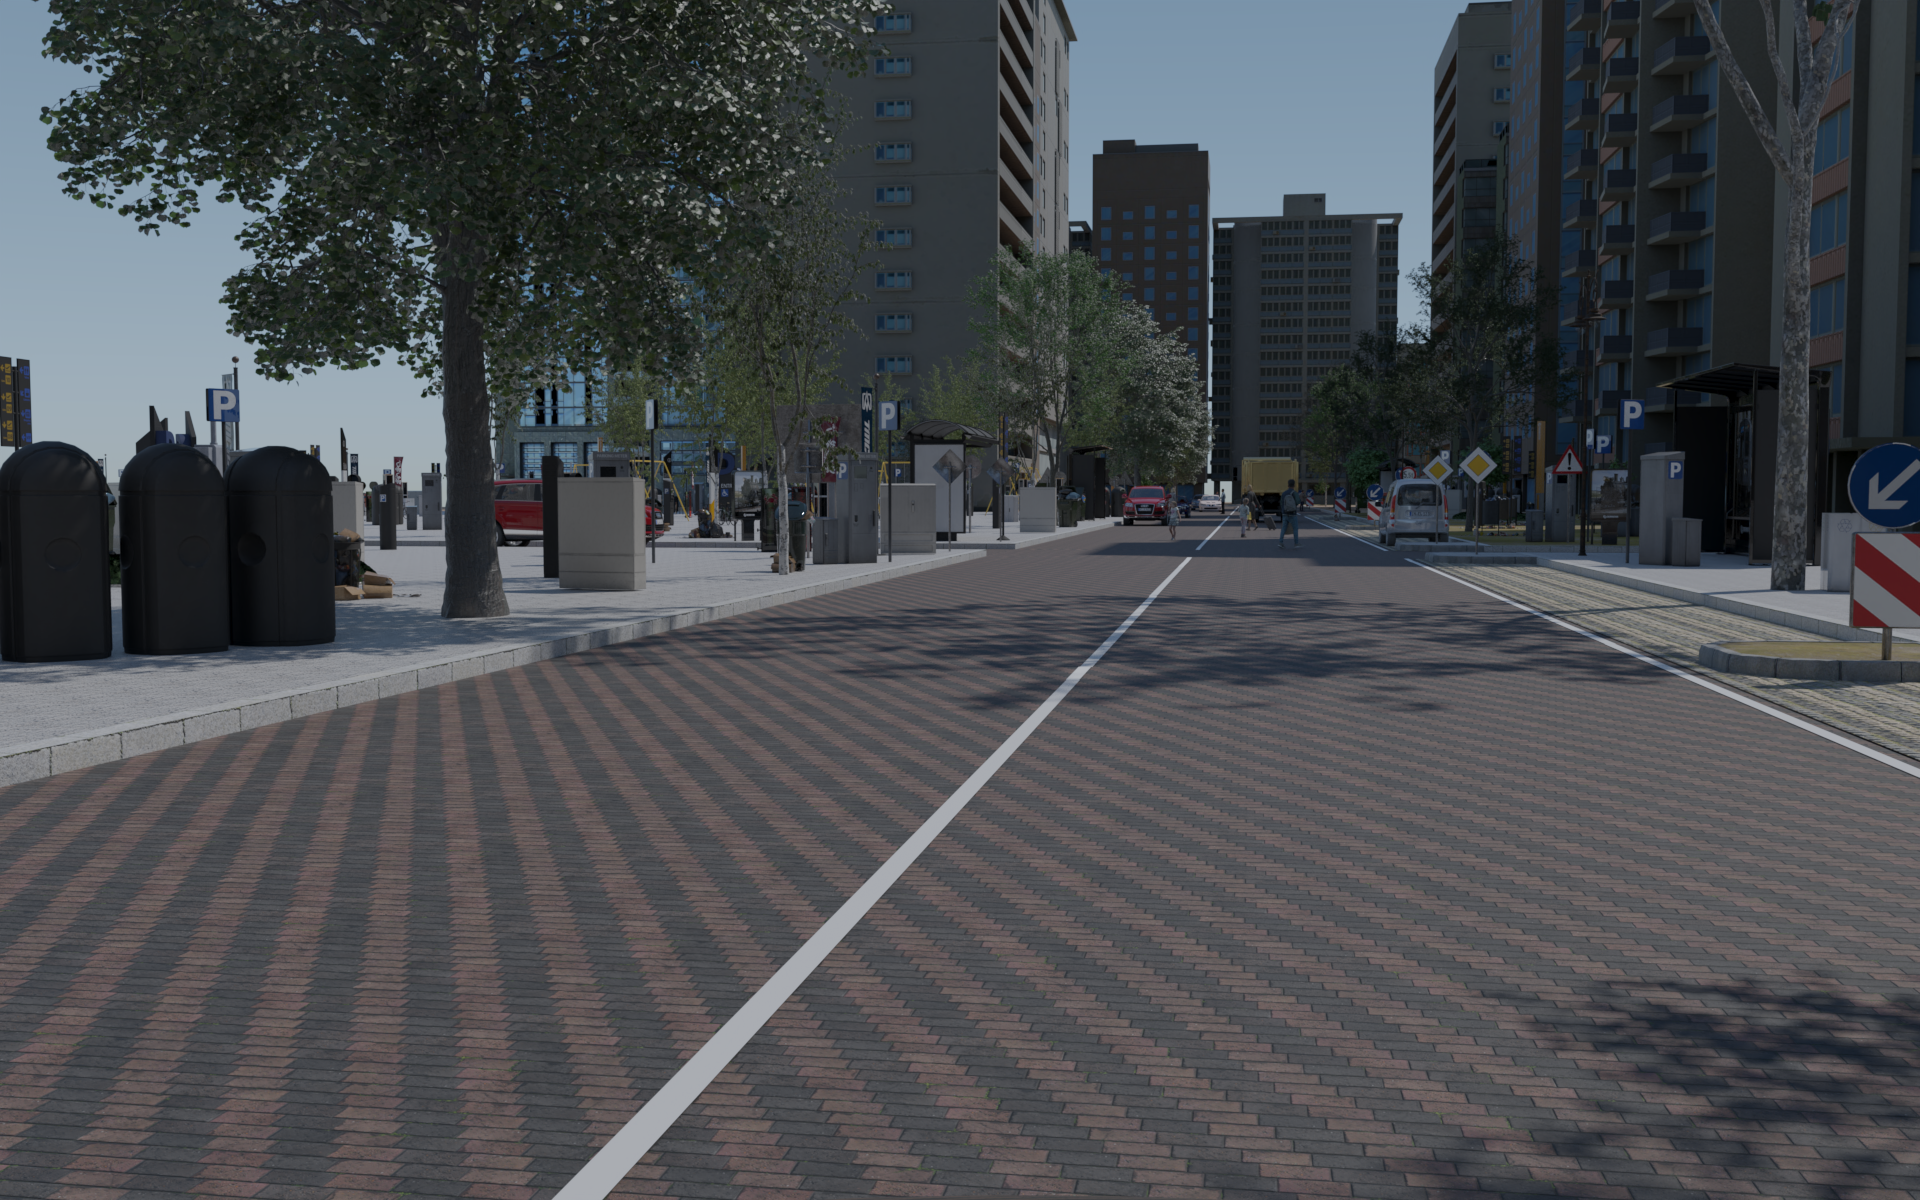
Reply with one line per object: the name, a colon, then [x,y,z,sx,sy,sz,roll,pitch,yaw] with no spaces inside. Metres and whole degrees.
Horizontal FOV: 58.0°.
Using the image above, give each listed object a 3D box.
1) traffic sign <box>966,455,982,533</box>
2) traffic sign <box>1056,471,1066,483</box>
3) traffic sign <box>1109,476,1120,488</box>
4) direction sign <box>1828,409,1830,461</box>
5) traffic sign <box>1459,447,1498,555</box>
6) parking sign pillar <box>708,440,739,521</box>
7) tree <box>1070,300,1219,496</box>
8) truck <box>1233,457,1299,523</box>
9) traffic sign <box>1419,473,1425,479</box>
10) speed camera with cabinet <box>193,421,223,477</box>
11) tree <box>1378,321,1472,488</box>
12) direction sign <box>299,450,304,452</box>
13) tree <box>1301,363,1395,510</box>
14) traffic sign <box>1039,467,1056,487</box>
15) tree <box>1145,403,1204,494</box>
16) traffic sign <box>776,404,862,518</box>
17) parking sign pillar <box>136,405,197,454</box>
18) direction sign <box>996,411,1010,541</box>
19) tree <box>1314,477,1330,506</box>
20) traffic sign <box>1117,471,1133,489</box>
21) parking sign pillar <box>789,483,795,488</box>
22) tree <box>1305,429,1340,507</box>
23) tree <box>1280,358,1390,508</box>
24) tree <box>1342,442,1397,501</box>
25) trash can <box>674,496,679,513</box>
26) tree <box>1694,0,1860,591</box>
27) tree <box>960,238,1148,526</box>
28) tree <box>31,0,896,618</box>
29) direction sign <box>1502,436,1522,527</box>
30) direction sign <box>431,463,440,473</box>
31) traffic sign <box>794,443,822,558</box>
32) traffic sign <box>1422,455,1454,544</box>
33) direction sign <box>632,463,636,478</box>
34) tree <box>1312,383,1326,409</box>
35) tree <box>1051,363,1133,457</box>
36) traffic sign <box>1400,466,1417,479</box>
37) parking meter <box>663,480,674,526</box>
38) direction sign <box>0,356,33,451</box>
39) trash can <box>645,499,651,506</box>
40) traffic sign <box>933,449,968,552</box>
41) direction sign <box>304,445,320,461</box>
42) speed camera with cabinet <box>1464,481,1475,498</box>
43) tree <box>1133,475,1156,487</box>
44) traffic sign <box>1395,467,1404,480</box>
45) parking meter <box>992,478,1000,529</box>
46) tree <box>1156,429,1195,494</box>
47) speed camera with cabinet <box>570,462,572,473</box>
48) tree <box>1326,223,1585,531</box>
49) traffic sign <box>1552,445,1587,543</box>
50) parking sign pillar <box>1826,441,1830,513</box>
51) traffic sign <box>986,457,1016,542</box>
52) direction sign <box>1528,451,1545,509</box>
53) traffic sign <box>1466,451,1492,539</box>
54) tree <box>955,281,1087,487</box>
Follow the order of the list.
traffic sign: [0.329,-3.479,56.987,0.768,2.556,0.104,1,4,19]
traffic sign: [5.615,-5.964,97.614,0.768,2.556,0.104,1,4,15]
traffic sign: [10.706,-7.333,120.003,0.768,2.556,0.104,1,4,12]
direction sign: [23.189,-3.326,46.379,0.379,3.537,0.876,1,4,22]
traffic sign: [10.959,-2.021,36.687,0.795,2.450,0.064,1,4,9]
parking sign pillar: [-11.193,-5.709,81.806,1.447,3.967,1.447,-2,4,-28]
tree: [11.689,-12.616,112.935,9.857,13.997,8.962,0,3,0]
truck: [16.031,-5.767,90.218,3.469,3.379,9.791,0,4,8]
traffic sign: [26.654,-6.094,99.636,0.884,2.594,0.081,1,4,18]
speed camera with cabinet: [-14.061,-2.373,33.132,0.660,3.252,2.038,0,4,7]
tree: [19.689,-7.510,73.145,4.360,8.622,3.978,0,3,0]
direction sign: [-33.567,-5.952,89.312,0.876,3.537,0.379,-2,4,-23]
tree: [30.612,-12.861,136.025,9.928,11.665,9.643,0,3,0]
traffic sign: [4.143,-5.009,81.908,0.884,2.594,0.081,1,4,17]
tree: [21.163,-14.810,176.550,7.601,10.594,8.767,-1,4,-12]
traffic sign: [-3.125,-2.784,39.390,2.265,3.308,0.079,1,4,17]
parking sign pillar: [-24.556,-3.970,53.388,1.447,3.967,1.447,-1,4,-11]
direction sign: [1.196,-3.417,47.868,0.379,3.537,0.876,1,4,17]
tree: [39.965,-12.056,191.719,1.663,3.219,1.824,0,3,0]
traffic sign: [9.270,-5.960,97.444,0.884,2.594,0.081,1,4,16]
parking sign pillar: [-11.482,-8.239,123.186,1.447,3.967,1.447,-2,4,-33]
tree: [37.525,-13.957,178.553,4.737,8.622,4.395,0,3,0]
tree: [33.903,-14.997,155.575,12.009,13.543,11.850,0,3,0]
tree: [24.694,-7.396,104.634,4.285,4.588,4.351,0,3,0]
trash can: [-19.875,-6.650,120.379,0.748,1.137,0.748,0,3,0]
tree: [10.072,-10.262,23.675,12.611,20.169,13.585,0,3,0]
tree: [3.793,-8.813,69.850,9.928,11.665,9.643,0,3,0]
tree: [-5.053,-6.793,17.726,9.857,13.997,8.962,0,3,0]
direction sign: [21.479,-4.615,67.446,0.379,3.537,0.876,-2,4,-35]
direction sign: [-37.939,-8.160,125.420,0.379,3.537,0.876,2,4,27]
traffic sign: [-3.032,-1.983,34.555,0.606,2.300,0.079,1,4,16]
traffic sign: [12.280,-2.503,44.563,0.795,2.450,0.064,1,4,9]
direction sign: [-23.644,-8.177,125.687,0.379,3.537,0.876,-2,4,-26]
tree: [22.770,-9.535,90.314,8.767,10.594,7.601,0,4,7]
tree: [7.234,-8.793,94.122,4.737,8.622,4.395,0,3,0]
traffic sign: [20.670,-4.881,79.910,0.768,2.556,0.104,1,4,13]
parking meter: [-11.782,-3.936,70.063,0.399,1.863,0.255,2,4,25]
direction sign: [-15.697,-2.254,28.843,0.379,3.537,0.876,0,4,2]
trash can: [-8.979,-2.240,48.278,0.748,1.137,0.748,0,3,0]
traffic sign: [-0.226,-2.137,38.577,0.795,2.450,0.064,1,4,9]
direction sign: [-29.606,-5.359,79.611,0.379,3.537,0.876,0,4,7]
speed camera with cabinet: [32.407,-7.225,112.458,2.038,3.252,0.660,1,4,12]
tree: [14.055,-8.416,132.210,1.663,3.219,1.824,0,3,0]
traffic sign: [20.768,-4.955,81.127,0.768,2.556,0.104,1,4,15]
parking meter: [1.376,-3.573,64.131,0.255,1.863,0.399,1,4,23]
tree: [20.301,-13.148,165.335,4.737,8.622,4.395,0,3,0]
speed camera with cabinet: [-24.287,-6.835,106.082,0.660,3.252,2.038,-3,4,-38]
tree: [17.801,-7.629,59.145,7.601,10.594,8.767,0,4,-8]
traffic sign: [15.976,-2.780,45.451,0.884,2.594,0.081,1,4,15]
parking sign pillar: [25.636,-3.874,51.814,1.447,3.967,1.447,2,4,35]
traffic sign: [1.095,-2.618,46.453,0.795,2.450,0.064,1,4,9]
direction sign: [30.066,-6.018,90.398,0.379,3.537,0.876,-3,5,-44]
traffic sign: [14.919,-3.045,49.890,0.768,2.556,0.104,1,4,16]
tree: [2.296,-6.685,59.655,4.360,8.622,3.978,0,3,0]
